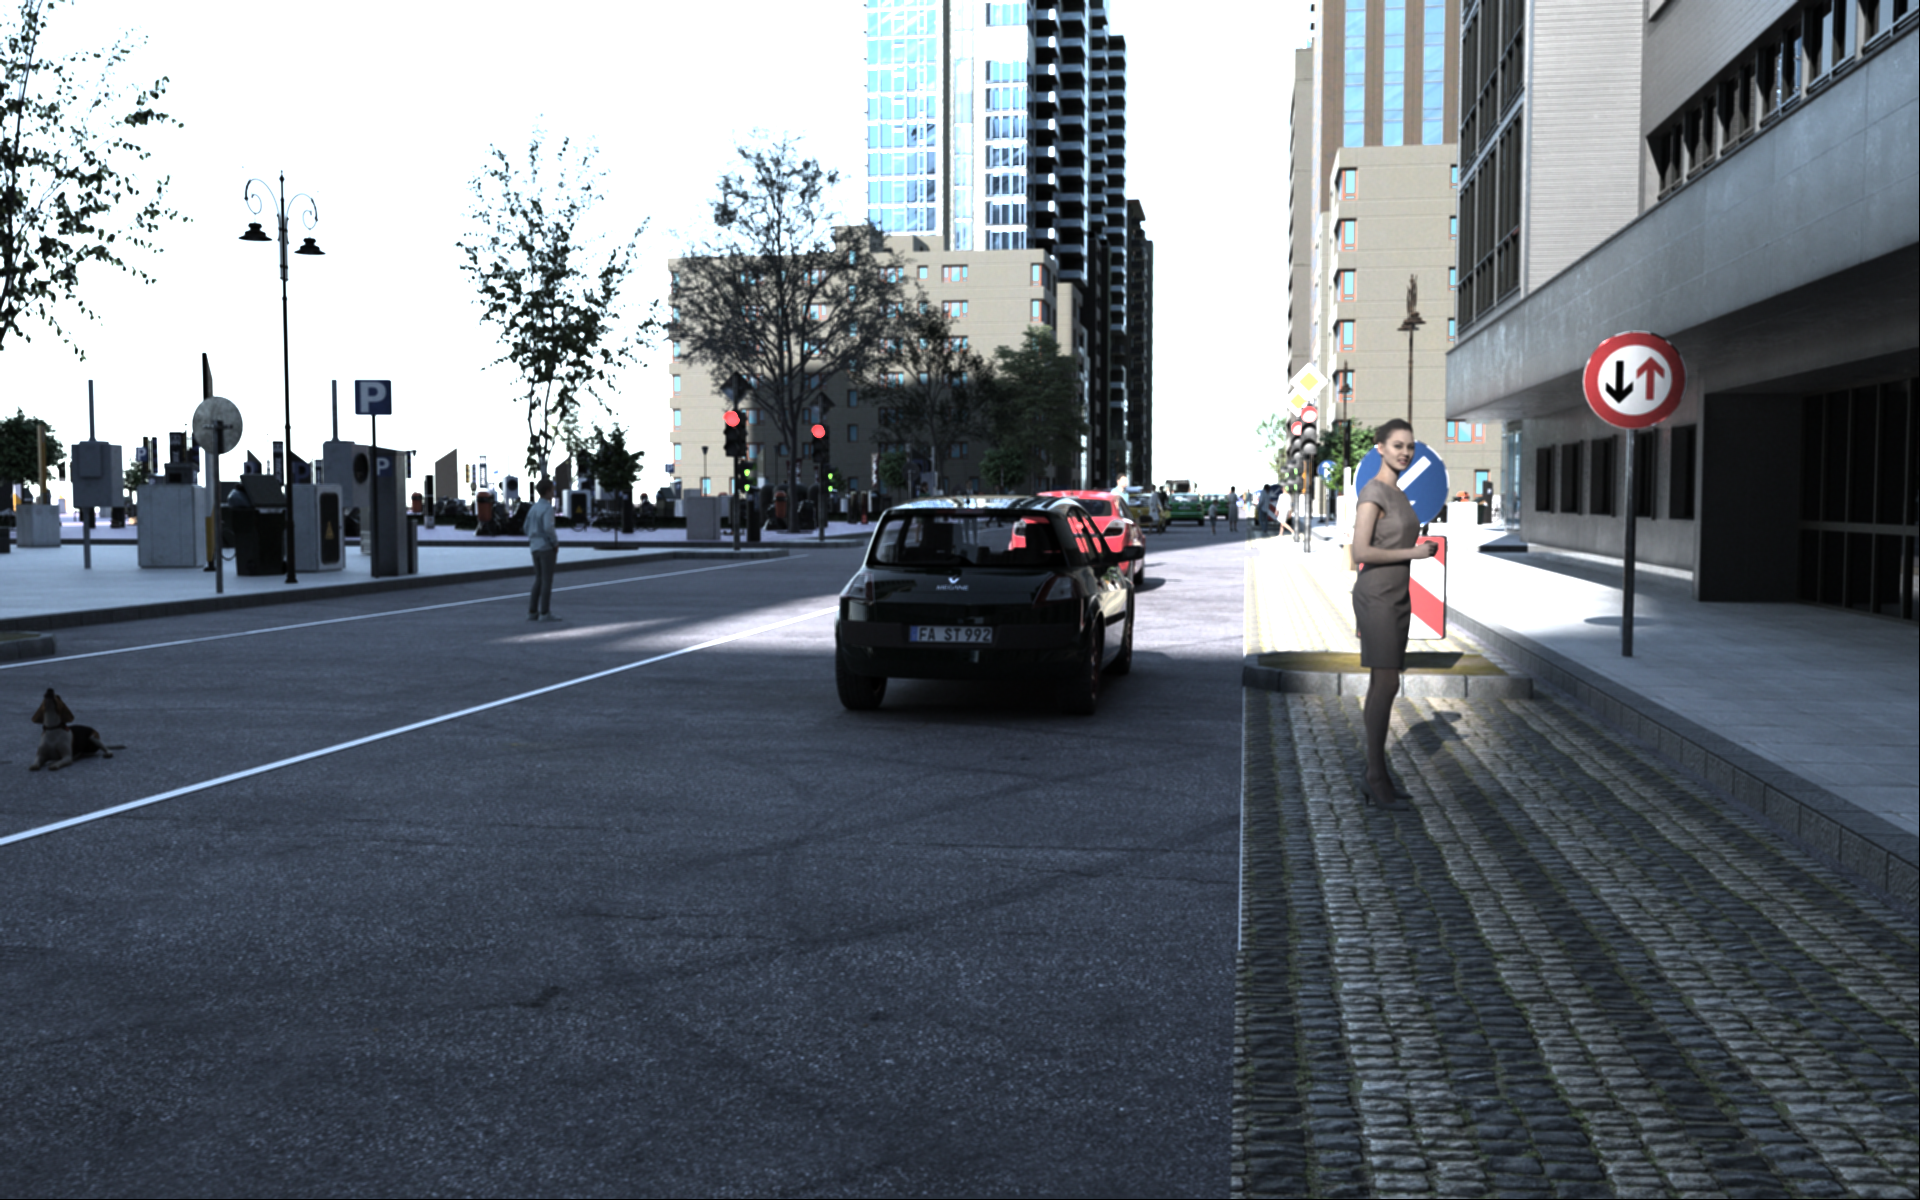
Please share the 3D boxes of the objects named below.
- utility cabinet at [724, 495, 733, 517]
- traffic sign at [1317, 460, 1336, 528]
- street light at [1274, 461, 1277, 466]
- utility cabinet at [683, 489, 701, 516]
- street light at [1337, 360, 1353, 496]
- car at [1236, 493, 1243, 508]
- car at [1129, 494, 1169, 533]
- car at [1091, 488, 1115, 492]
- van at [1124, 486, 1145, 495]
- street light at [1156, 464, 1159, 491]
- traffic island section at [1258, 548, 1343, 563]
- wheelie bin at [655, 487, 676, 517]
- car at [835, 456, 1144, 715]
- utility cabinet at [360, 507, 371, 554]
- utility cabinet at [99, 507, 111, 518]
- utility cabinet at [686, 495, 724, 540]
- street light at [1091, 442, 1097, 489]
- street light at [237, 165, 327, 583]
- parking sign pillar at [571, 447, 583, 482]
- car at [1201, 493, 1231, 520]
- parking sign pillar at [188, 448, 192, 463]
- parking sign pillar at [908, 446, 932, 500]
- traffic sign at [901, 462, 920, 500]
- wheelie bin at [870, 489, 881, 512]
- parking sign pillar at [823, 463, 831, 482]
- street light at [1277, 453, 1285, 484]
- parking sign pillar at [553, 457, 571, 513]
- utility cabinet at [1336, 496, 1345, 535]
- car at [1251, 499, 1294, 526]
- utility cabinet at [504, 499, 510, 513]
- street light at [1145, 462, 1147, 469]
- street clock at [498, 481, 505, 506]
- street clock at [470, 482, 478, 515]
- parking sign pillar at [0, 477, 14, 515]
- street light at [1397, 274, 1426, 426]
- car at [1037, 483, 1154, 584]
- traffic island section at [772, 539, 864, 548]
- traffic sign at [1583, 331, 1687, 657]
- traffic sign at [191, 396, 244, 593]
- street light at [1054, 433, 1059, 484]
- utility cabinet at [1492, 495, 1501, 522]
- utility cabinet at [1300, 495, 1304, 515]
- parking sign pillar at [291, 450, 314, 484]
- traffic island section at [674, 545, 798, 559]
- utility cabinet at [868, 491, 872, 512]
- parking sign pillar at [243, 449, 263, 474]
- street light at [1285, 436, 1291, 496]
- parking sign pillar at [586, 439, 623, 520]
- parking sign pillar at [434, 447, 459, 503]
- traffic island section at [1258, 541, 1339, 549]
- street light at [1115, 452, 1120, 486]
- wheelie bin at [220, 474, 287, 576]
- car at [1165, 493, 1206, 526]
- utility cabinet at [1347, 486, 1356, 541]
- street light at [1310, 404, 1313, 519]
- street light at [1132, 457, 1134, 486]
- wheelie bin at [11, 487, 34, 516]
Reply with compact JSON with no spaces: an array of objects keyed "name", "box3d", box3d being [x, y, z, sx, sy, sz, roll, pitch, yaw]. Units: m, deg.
[{"name":"utility cabinet","box3d":[-12.441,-5.052,93.761,1.020,1.237,0.306,0,4,-7]},{"name":"traffic sign","box3d":[13.844,-3.986,65.272,0.768,2.556,0.104,1,4,11]},{"name":"street light","box3d":[35.542,-13.528,193.973,0.468,5.910,1.993,1,4,9]},{"name":"utility cabinet","box3d":[-11.162,-3.881,72.137,0.318,1.500,1.173,1,4,15]},{"name":"street light","box3d":[13.275,-5.322,59.795,0.468,5.910,1.993,1,4,9]},{"name":"car","box3d":[27.728,-10.042,173.774,1.945,1.707,3.694,1,4,10]},{"name":"car","box3d":[6.853,-3.364,65.223,2.015,1.641,3.980,1,4,9]},{"name":"car","box3d":[8.858,-6.016,107.032,2.281,1.827,5.304,1,4,11]},{"name":"van","box3d":[9.140,-5.278,93.302,2.013,2.044,4.112,1,4,11]},{"name":"street light","box3d":[30.012,-17.769,263.305,0.468,5.910,1.993,1,4,9]},{"name":"traffic island section","box3d":[7.513,-0.925,37.408,2.009,0.180,2.903,1,4,9]},{"name":"wheelie bin","box3d":[-12.679,-4.064,74.350,0.693,1.594,0.980,3,4,37]},{"name":"car","box3d":[0.307,-0.182,12.760,2.009,1.686,4.222,1,4,10]},{"name":"utility cabinet","box3d":[-12.336,-1.703,36.524,0.318,1.500,1.173,-3,4,-36]},{"name":"utility cabinet","box3d":[-46.632,-5.097,94.496,0.306,1.237,1.020,0,4,-5]},{"name":"utility cabinet","box3d":[-7.168,-2.279,48.421,1.020,1.237,0.306,2,4,32]},{"name":"street light","box3d":[11.857,-11.087,154.055,0.468,5.910,1.993,1,4,9]},{"name":"street light","box3d":[-9.649,-3.182,24.816,0.468,5.910,1.993,1,4,9]},{"name":"parking sign pillar","box3d":[-21.211,-6.811,99.830,1.447,3.967,1.447,3,5,41]},{"name":"car","box3d":[14.183,-5.359,96.410,1.959,1.807,4.718,0,4,8]},{"name":"parking sign pillar","box3d":[-42.480,-6.503,94.792,1.447,3.967,1.447,-3,5,-40]},{"name":"parking sign pillar","box3d":[-2.214,-6.582,96.093,1.447,3.967,1.447,1,4,15]},{"name":"traffic sign","box3d":[-1.967,-4.187,68.568,0.768,2.556,0.104,1,4,14]},{"name":"wheelie bin","box3d":[-5.111,-5.942,105.052,0.693,1.594,0.980,0,4,-4]},{"name":"parking sign pillar","box3d":[-8.625,-7.516,111.365,1.447,3.967,1.447,1,4,9]},{"name":"street light","box3d":[30.584,-11.704,164.143,0.468,5.910,1.993,1,4,9]},{"name":"parking sign pillar","box3d":[-27.424,-8.013,119.483,1.447,3.967,1.447,-3,5,-45]},{"name":"utility cabinet","box3d":[12.123,-2.687,55.093,0.306,1.237,1.020,1,4,9]},{"name":"car","box3d":[14.403,-4.245,79.628,2.015,1.641,3.980,1,4,10]},{"name":"utility cabinet","box3d":[-29.500,-6.368,112.798,0.318,1.500,1.173,-1,4,-18]},{"name":"street light","box3d":[25.158,-15.997,234.342,0.468,5.910,1.993,1,4,9]},{"name":"street clock","box3d":[-25.320,-5.590,95.969,0.358,2.002,0.471,3,5,45]},{"name":"street clock","box3d":[-30.136,-6.285,107.334,0.471,2.002,0.358,2,4,32]},{"name":"parking sign pillar","box3d":[-45.962,-5.778,82.950,1.447,3.967,1.447,0,4,6]},{"name":"street light","box3d":[9.508,-3.903,36.597,0.468,5.910,1.993,1,4,9]},{"name":"car","box3d":[1.850,-1.066,26.476,2.155,1.783,4.494,1,4,9]},{"name":"traffic island section","box3d":[-3.801,-1.535,47.374,2.009,0.180,2.903,1,4,9]},{"name":"traffic sign","box3d":[5.278,-0.827,13.622,0.768,2.556,0.104,1,4,12]},{"name":"traffic sign","box3d":[-9.621,-1.365,22.431,0.768,2.556,0.104,1,4,13]},{"name":"street light","box3d":[6.818,-9.249,124.009,0.468,5.910,1.993,1,4,9]},{"name":"utility cabinet","box3d":[25.031,-4.247,80.599,1.020,1.237,0.306,-3,5,-40]},{"name":"utility cabinet","box3d":[20.960,-5.802,106.028,1.020,1.237,0.306,1,4,14]},{"name":"parking sign pillar","box3d":[-39.806,-7.104,104.618,1.447,3.967,1.447,3,4,38]},{"name":"traffic island section","box3d":[-5.106,-1.053,39.496,2.009,0.180,2.903,1,4,9]},{"name":"utility cabinet","box3d":[-6.007,-6.583,116.317,0.318,1.500,1.173,-2,4,-27]},{"name":"parking sign pillar","box3d":[-41.844,-6.975,102.506,1.447,3.967,1.447,2,4,33]},{"name":"street light","box3d":[25.795,-9.932,135.170,0.468,5.910,1.993,1,4,9]},{"name":"parking sign pillar","box3d":[-16.247,-5.627,80.465,1.447,3.967,1.447,2,4,30]},{"name":"parking sign pillar","box3d":[-29.189,-6.727,98.460,1.447,3.967,1.447,-1,4,-13]},{"name":"traffic island section","box3d":[8.818,-1.407,45.286,2.009,0.180,2.903,1,4,9]},{"name":"street light","box3d":[16.697,-12.879,183.351,0.468,5.910,1.993,1,4,9]},{"name":"wheelie bin","box3d":[-11.099,-1.189,27.341,0.693,1.594,0.980,2,4,32]},{"name":"car","box3d":[10.283,-4.312,79.305,1.959,1.807,4.718,0,4,8]},{"name":"utility cabinet","box3d":[10.698,-2.329,46.751,0.318,1.500,1.173,1,4,21]},{"name":"street light","box3d":[18.138,-7.130,89.364,0.468,5.910,1.993,1,4,9]},{"name":"street light","box3d":[20.467,-14.224,205.352,0.468,5.910,1.993,1,4,9]},{"name":"wheelie bin","box3d":[-43.192,-4.394,79.757,0.693,1.594,0.980,2,4,30]}]
